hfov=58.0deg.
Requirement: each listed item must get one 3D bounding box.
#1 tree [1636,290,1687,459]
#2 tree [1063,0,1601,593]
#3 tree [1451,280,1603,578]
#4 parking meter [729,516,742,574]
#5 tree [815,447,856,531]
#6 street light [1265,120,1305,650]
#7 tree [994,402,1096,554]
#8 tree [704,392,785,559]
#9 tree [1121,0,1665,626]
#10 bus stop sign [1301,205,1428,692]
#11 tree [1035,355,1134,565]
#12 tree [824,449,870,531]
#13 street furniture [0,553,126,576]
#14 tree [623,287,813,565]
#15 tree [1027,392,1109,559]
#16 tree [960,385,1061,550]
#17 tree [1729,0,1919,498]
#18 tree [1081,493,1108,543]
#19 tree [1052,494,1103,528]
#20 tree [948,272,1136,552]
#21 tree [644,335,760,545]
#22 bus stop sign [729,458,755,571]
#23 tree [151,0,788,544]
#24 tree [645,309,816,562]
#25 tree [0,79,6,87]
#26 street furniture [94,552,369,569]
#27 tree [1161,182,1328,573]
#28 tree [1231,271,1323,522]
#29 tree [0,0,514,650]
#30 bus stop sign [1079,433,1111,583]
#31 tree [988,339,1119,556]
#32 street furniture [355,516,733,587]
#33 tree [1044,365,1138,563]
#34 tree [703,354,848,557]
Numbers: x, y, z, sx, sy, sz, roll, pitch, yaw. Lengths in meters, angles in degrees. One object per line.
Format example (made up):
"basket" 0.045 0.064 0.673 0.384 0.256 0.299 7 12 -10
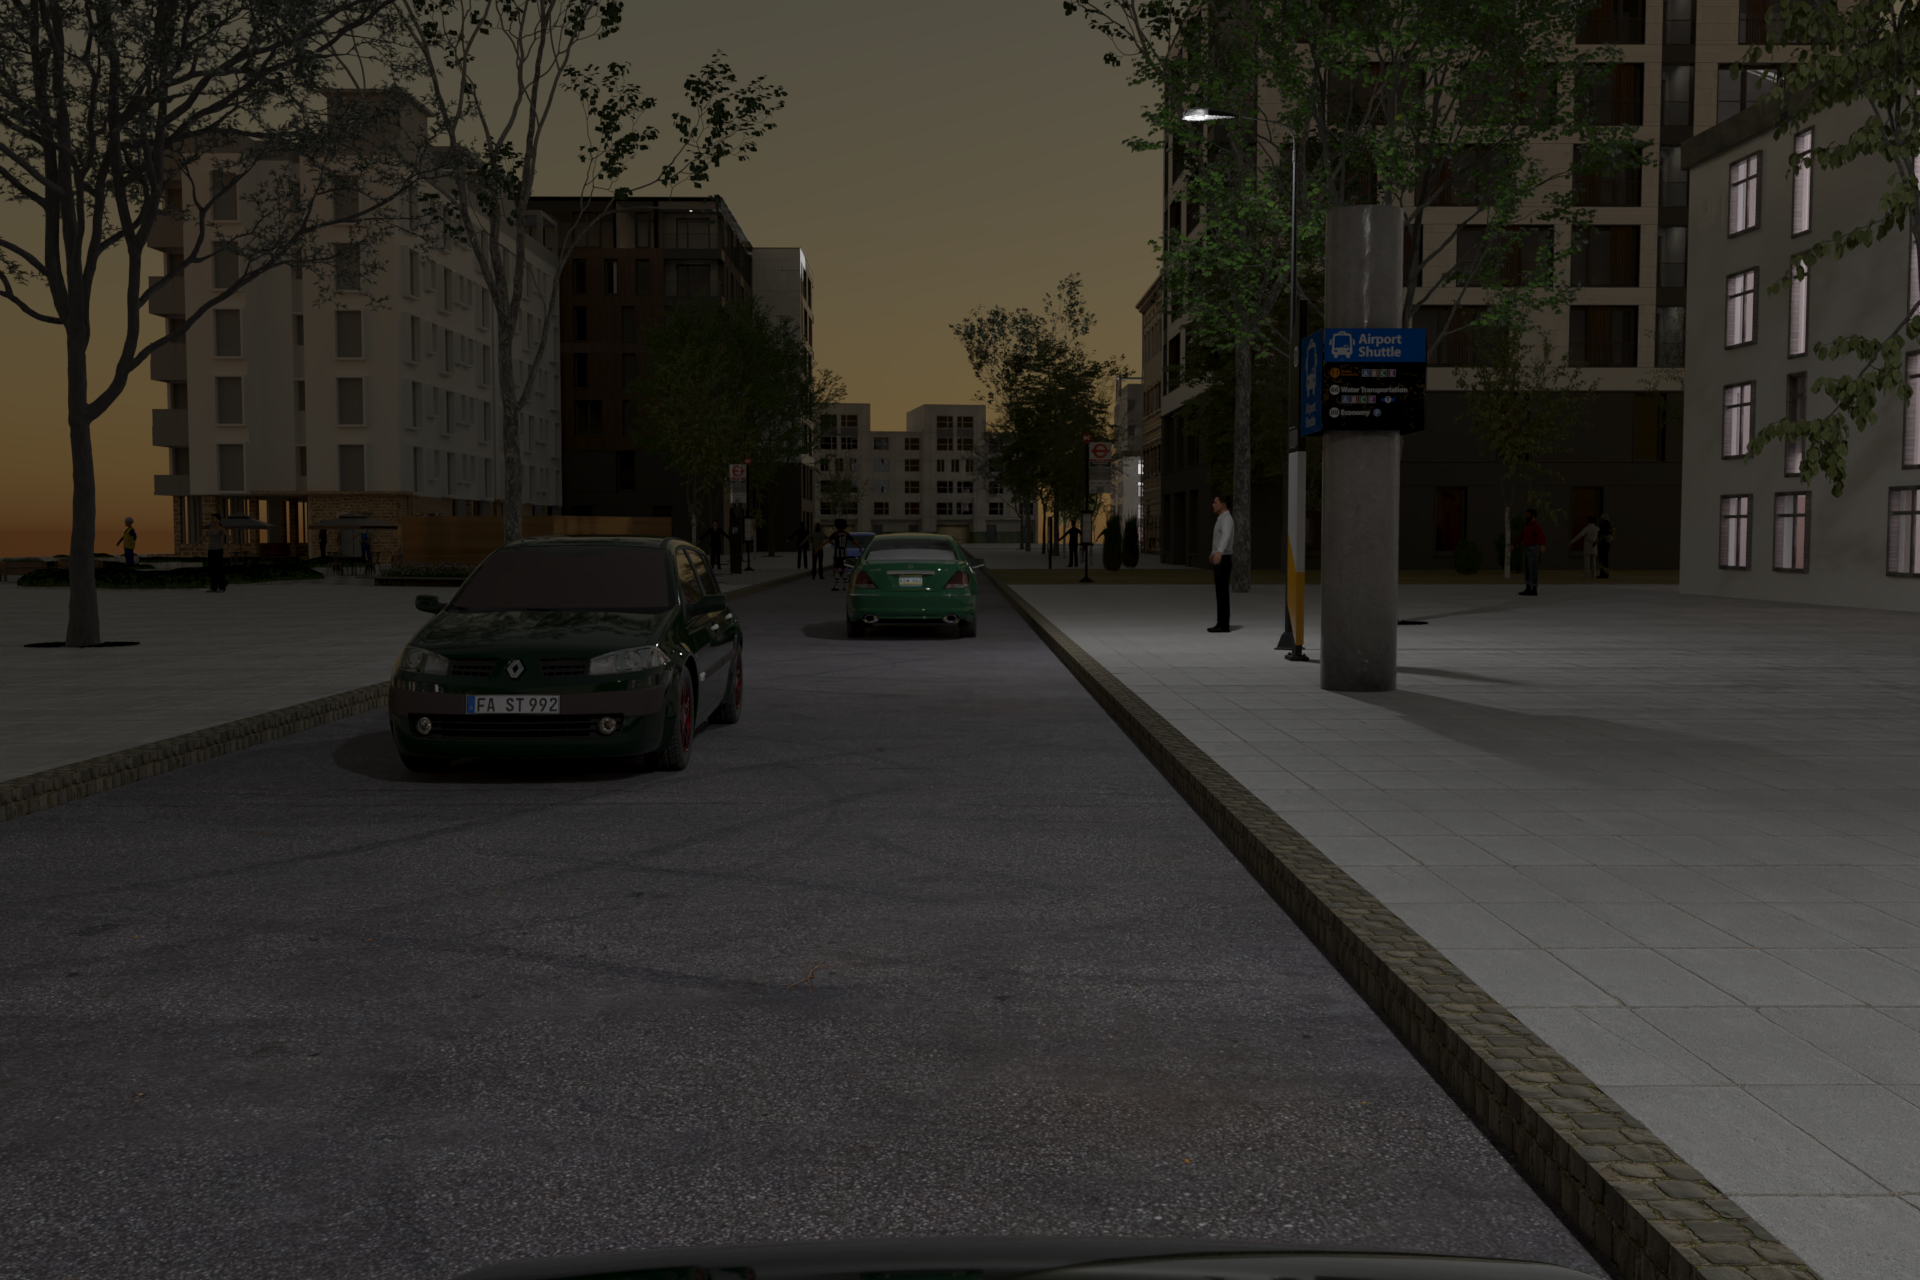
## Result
"tree" 22.497 -6.279 53.026 4.360 8.622 3.978 0 3 0
"tree" 7.366 -11.051 36.581 12.611 20.169 13.585 0 3 0
"tree" 15.971 -6.091 49.954 4.737 8.622 4.395 0 3 0
"parking meter" -7.250 -3.067 55.859 0.399 1.863 0.255 0 4 0
"tree" -10.025 -11.809 143.446 4.360 8.622 3.978 0 3 0
"street light" 4.203 -2.845 19.054 1.470 5.913 1.316 0 4 -1
"tree" 5.672 -10.805 111.070 7.601 10.594 8.767 -2 4 -32
"tree" -10.629 -8.405 87.786 4.737 8.622 4.395 0 3 0
"tree" 6.063 -6.041 24.519 9.928 11.665 9.643 0 3 0
"bus stop sign" 3.297 -1.542 14.233 0.837 3.901 0.837 0 4 0
"tree" 5.481 -7.376 70.960 4.360 8.622 3.978 0 3 0
"tree" -10.067 -12.174 149.404 4.360 8.622 3.978 0 3 0
"street furniture" -31.025 -2.331 53.731 10.072 0.657 5.734 -2 4 -25
"tree" -10.134 -8.934 71.833 9.928 11.665 9.643 0 3 0
"tree" 5.146 -8.488 89.144 4.360 8.622 3.978 0 3 0
"tree" 5.008 -14.196 142.473 12.009 13.543 11.850 0 3 0
"tree" 6.084 -3.636 9.819 4.737 8.622 4.395 0 3 0
"tree" 18.061 -17.447 235.619 4.737 8.622 4.395 0 3 0
"tree" 16.331 -19.829 242.336 7.486 12.596 7.792 0 3 0
"tree" 5.885 -16.501 125.674 12.611 20.169 13.585 0 3 0
"tree" -9.810 -7.023 65.195 4.737 8.622 4.395 0 3 0
"bus stop sign" -7.606 -4.387 60.427 0.855 3.939 0.416 0 4 1
"tree" -9.861 -11.023 36.118 12.611 20.169 13.585 0 3 0
"tree" -10.373 -9.436 80.041 9.928 11.665 9.643 0 3 0
"tree" -9.348 -5.538 8.671 7.486 12.596 7.792 0 3 0
"street furniture" -27.077 -2.939 63.678 10.072 0.657 5.734 -1 4 -12
"tree" 10.366 -8.476 56.712 7.486 12.596 7.792 0 3 0
"tree" 9.269 -6.027 48.904 4.360 8.622 3.978 0 3 0
"tree" -9.883 -6.672 19.449 12.009 13.543 11.850 0 3 0
"bus stop sign" 3.580 -3.501 45.938 0.855 3.939 0.416 0 4 0
"tree" 5.537 -11.223 101.618 7.486 12.596 7.792 0 3 0
"street furniture" -10.594 -2.237 43.431 11.010 1.723 9.812 2 4 24
"tree" 5.128 -7.703 76.301 4.360 8.622 3.978 0 3 0
"tree" -10.426 -10.468 96.911 9.928 11.665 9.643 0 3 0
